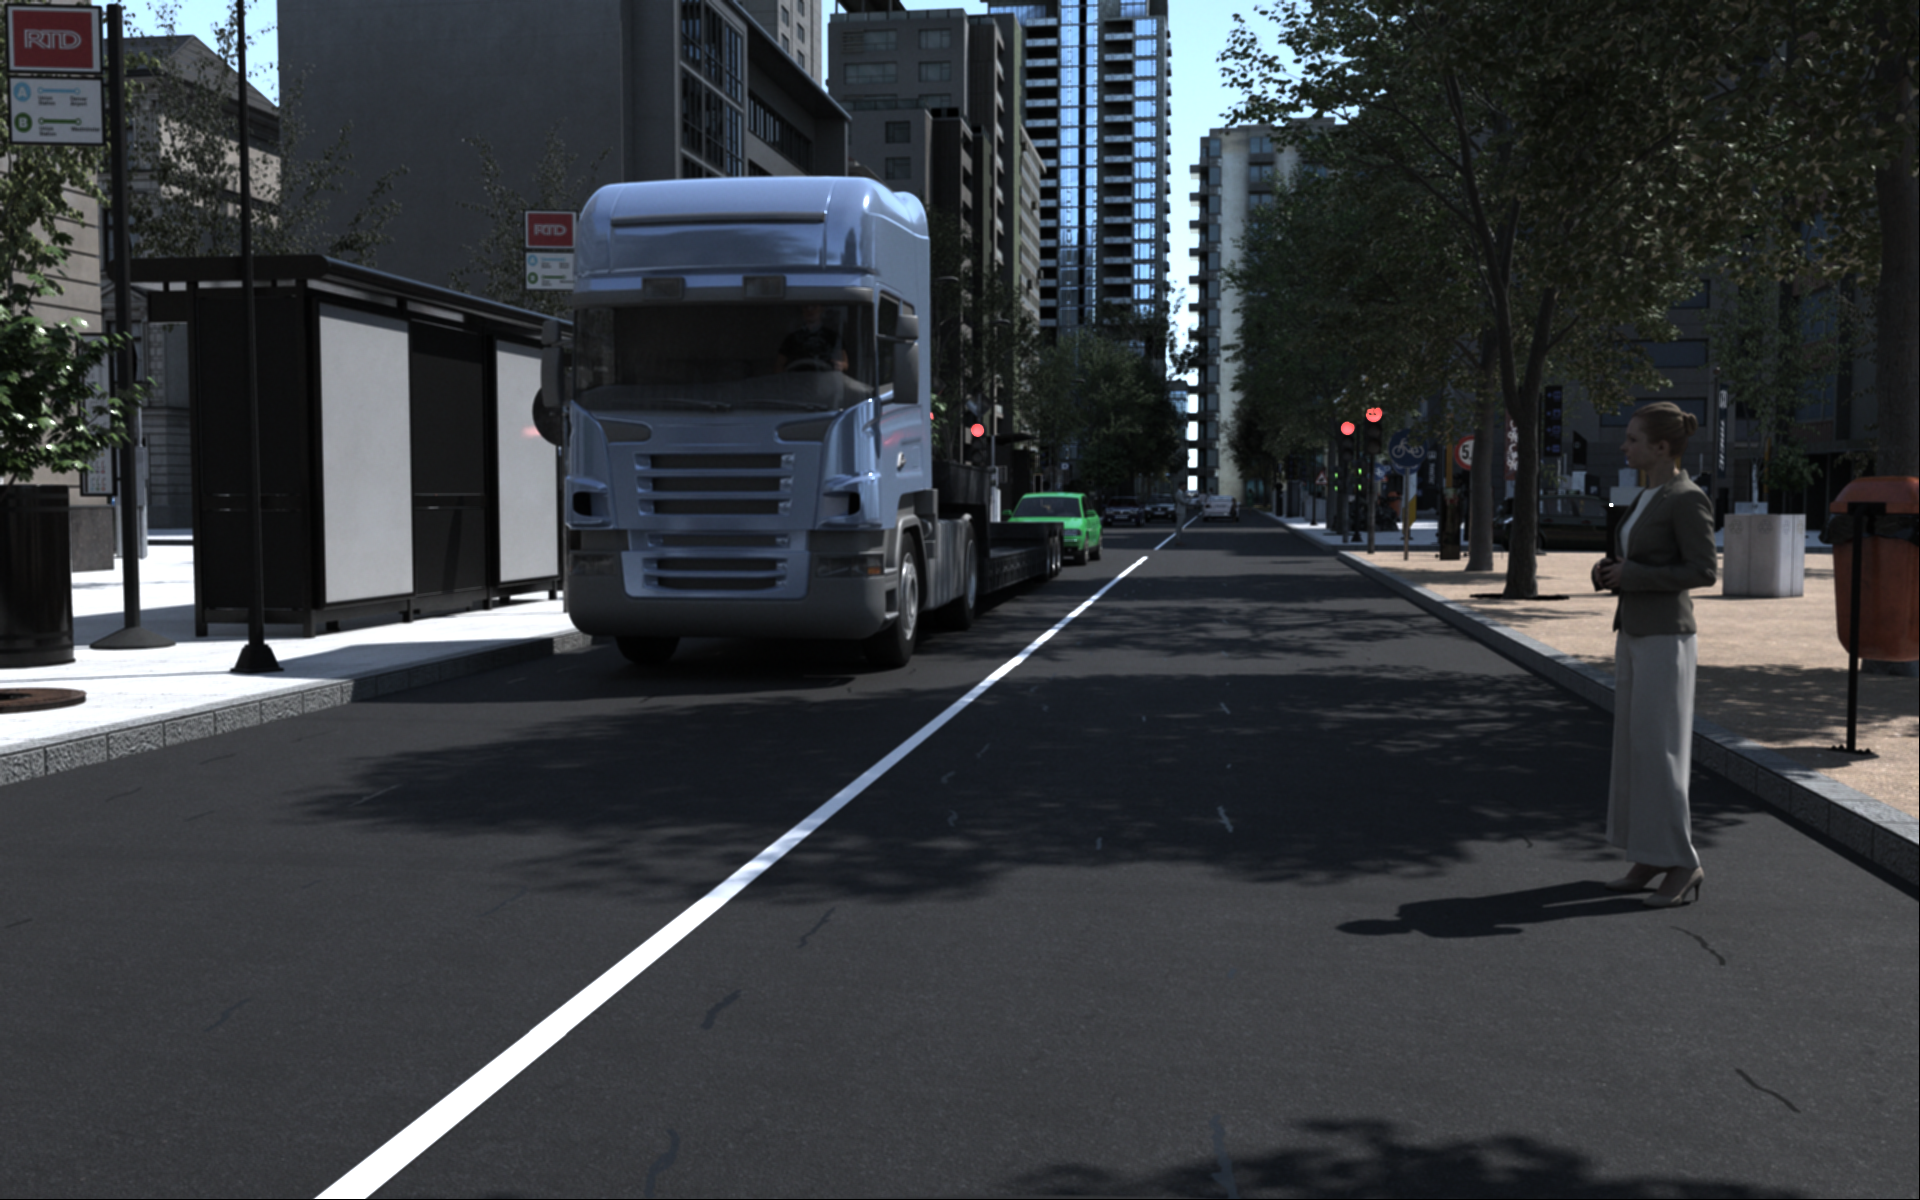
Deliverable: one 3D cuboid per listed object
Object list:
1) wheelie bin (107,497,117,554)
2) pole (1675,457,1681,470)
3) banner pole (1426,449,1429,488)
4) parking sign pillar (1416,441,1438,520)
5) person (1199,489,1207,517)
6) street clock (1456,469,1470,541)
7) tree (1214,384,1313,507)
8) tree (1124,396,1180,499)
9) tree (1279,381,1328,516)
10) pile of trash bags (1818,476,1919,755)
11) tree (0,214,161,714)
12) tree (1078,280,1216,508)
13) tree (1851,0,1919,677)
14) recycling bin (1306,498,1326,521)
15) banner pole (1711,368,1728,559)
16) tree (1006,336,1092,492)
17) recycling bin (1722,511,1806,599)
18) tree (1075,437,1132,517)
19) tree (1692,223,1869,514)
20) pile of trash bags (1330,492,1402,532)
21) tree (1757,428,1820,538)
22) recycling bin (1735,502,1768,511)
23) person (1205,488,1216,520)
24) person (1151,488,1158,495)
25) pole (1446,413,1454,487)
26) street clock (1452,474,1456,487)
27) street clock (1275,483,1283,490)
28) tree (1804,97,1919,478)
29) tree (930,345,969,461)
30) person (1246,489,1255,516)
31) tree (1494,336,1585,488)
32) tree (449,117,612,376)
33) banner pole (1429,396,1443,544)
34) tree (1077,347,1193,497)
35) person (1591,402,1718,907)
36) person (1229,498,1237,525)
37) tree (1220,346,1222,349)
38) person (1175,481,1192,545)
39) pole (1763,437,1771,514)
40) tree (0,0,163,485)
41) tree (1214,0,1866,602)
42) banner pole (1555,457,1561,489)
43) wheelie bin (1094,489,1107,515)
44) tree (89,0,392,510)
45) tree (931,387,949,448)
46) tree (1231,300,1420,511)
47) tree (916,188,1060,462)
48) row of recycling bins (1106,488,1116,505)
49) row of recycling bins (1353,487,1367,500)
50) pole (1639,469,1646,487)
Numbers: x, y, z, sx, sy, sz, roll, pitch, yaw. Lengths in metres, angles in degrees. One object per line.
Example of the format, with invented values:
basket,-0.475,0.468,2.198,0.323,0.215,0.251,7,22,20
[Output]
wheelie bin,-18.297,-1.766,36.784,0.980,1.594,0.693,-1,4,-10
pole,21.754,-3.589,52.530,0.158,3.312,0.155,0,3,0
banner pole,23.189,-5.782,84.551,0.863,3.779,0.401,1,4,13
parking sign pillar,23.631,-6.068,87.690,1.447,3.967,1.447,-3,5,-42
person,15.431,-6.104,108.965,0.731,1.740,0.598,-1,4,-14
street clock,13.855,-2.604,47.148,0.471,2.002,0.358,-3,5,-43
tree,30.451,-16.064,173.009,12.009,13.543,11.850,0,3,0
tree,19.515,-16.072,180.910,7.486,12.596,7.792,0,3,0
tree,20.361,-9.291,102.267,4.737,8.622,4.395,0,3,0
pile of trash bags,5.302,0.141,7.454,1.912,1.369,3.447,-2,4,-28
tree,-5.819,-0.960,10.291,1.663,3.219,1.824,0,3,0
tree,17.466,-18.058,151.142,12.611,20.169,13.585,0,3,0
tree,6.274,-5.746,12.071,7.486,12.596,7.792,0,3,0
recycling bin,16.821,-4.237,81.835,0.722,1.027,0.722,2,4,34
banner pole,15.136,-2.724,34.550,0.401,3.779,0.863,3,5,43
tree,4.302,-8.018,81.453,4.737,8.622,4.395,0,3,0
recycling bin,10.074,-0.560,21.708,0.722,1.027,0.722,-3,4,-39
tree,8.193,-7.044,98.876,4.285,4.588,4.351,0,3,0
tree,21.140,-5.823,45.561,4.737,8.622,4.395,0,3,0
pile of trash bags,14.341,-3.067,59.903,1.912,1.369,3.447,3,5,41
tree,24.600,-3.466,51.267,1.663,3.219,1.824,0,3,0
recycling bin,24.674,-2.537,54.033,0.722,1.027,0.722,-3,4,-38
person,13.905,-5.356,96.344,0.850,1.792,0.678,2,4,28
person,11.173,-5.561,99.604,0.511,1.800,0.466,1,4,15
pole,12.391,-3.060,43.875,0.158,3.312,0.155,0,3,0
street clock,17.346,-3.417,60.444,0.471,2.002,0.358,1,4,21
street clock,20.572,-6.555,111.749,0.471,2.002,0.358,-2,4,-23
tree,16.663,-4.831,29.344,4.360,8.622,3.978,0,3,0
tree,-1.696,-8.181,84.128,4.737,8.622,4.395,0,3,0
person,19.286,-6.509,115.173,0.600,1.795,0.529,2,4,24
tree,23.442,-7.409,71.505,4.737,8.622,4.395,0,3,0
tree,-8.530,-5.151,34.585,4.360,8.622,3.978,0,3,0
banner pole,12.346,-3.333,44.511,0.401,3.779,0.863,1,4,16
tree,13.483,-13.366,135.546,9.611,12.733,9.660,0,3,0
person,2.451,0.174,6.205,0.362,1.759,0.519,0,4,0
person,12.833,-4.171,81.362,0.373,1.253,0.362,0,4,7
tree,13.313,-8.897,63.600,7.486,12.596,7.792,0,3,0
person,6.252,-2.434,48.477,0.466,1.800,0.511,0,4,5
pole,29.039,-4.190,62.345,0.158,3.312,0.155,0,3,0
tree,-10.963,-4.206,19.125,4.737,8.622,4.395,0,3,0
tree,6.770,-5.808,20.710,9.928,11.665,9.643,0,3,0
banner pole,26.457,-5.298,76.634,0.401,3.779,0.863,3,4,36
wheelie bin,8.455,-5.914,104.599,0.693,1.594,0.980,-3,5,-40
tree,-10.443,-4.557,24.874,4.360,8.622,3.978,0,3,0
tree,-1.872,-3.105,34.479,4.285,4.588,4.351,0,3,0
tree,17.107,-8.787,78.088,7.601,10.594,8.767,0,4,-4
tree,-0.335,-7.245,52.873,8.767,10.594,7.601,-3,5,-43
row of recycling bins,9.467,-6.453,112.617,1.069,1.692,3.534,0,4,-5
row of recycling bins,21.489,-5.293,93.652,1.069,1.692,3.534,1,4,10
pole,21.567,-3.723,54.712,0.158,3.312,0.155,0,3,0
